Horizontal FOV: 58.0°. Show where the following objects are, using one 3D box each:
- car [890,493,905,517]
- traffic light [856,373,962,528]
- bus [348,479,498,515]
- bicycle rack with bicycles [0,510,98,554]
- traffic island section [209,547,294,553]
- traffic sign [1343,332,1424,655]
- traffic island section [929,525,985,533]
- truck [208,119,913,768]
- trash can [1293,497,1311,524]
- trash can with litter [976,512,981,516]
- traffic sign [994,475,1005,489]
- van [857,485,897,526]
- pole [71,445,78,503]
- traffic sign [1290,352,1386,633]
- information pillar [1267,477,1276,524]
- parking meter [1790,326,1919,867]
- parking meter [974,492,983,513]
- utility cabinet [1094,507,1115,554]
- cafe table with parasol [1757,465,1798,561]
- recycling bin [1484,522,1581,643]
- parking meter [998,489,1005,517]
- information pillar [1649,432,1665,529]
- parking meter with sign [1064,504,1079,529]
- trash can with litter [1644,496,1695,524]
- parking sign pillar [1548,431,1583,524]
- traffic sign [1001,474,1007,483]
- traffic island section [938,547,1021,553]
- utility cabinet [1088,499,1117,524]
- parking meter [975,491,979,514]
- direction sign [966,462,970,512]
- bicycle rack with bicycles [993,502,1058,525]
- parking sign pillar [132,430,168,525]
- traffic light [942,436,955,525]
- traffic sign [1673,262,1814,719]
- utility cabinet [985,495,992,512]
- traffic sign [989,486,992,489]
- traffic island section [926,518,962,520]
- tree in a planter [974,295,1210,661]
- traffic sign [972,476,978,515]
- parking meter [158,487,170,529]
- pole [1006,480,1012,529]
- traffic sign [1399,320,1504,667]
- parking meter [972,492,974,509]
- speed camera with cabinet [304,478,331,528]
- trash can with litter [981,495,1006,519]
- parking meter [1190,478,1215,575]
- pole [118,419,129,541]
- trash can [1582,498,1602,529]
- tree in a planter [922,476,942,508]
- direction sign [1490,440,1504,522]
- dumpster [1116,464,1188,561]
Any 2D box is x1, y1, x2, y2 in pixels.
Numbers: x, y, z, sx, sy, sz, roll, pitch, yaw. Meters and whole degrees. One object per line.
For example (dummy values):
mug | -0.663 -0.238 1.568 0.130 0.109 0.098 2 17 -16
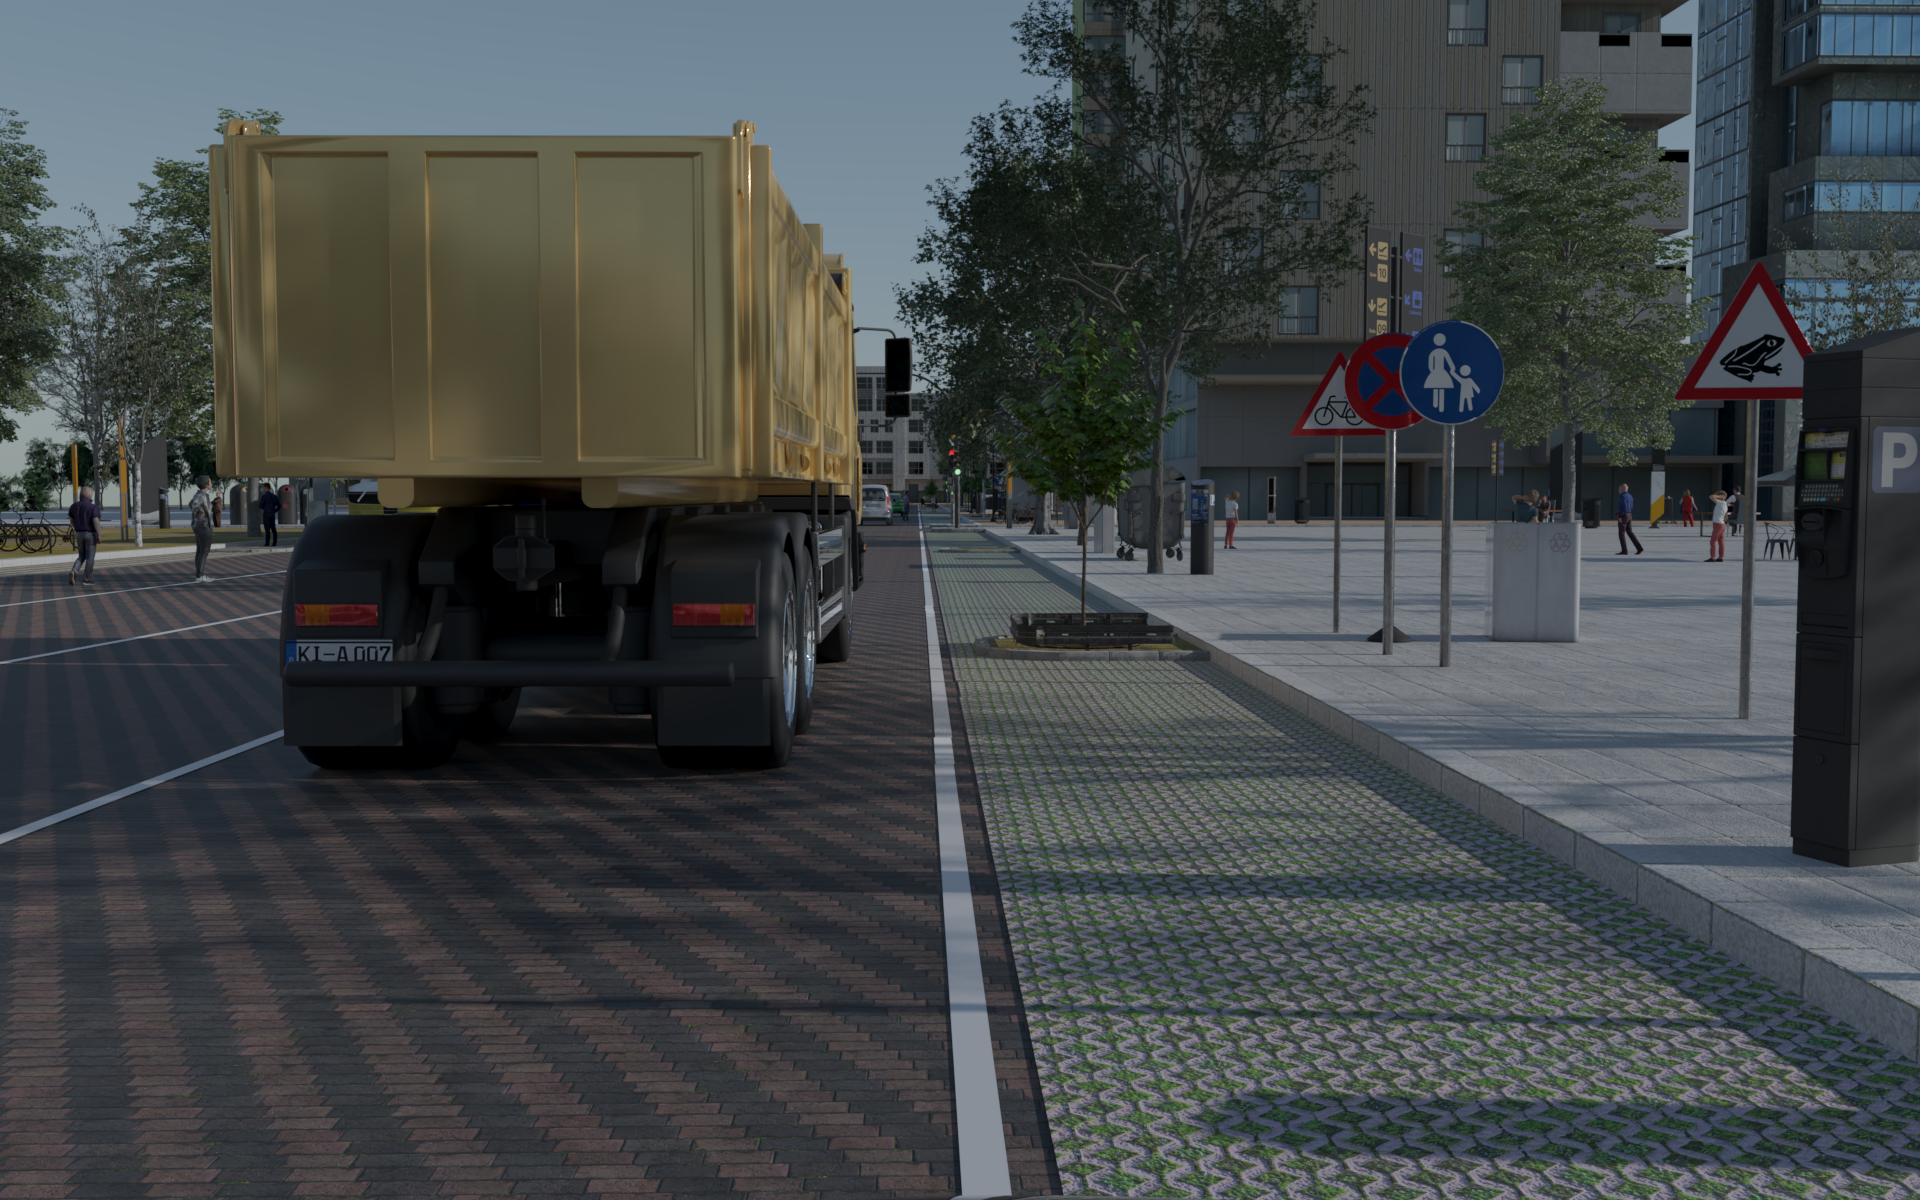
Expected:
car | -4.444 -6.271 111.320 1.959 1.807 4.718 0 4 -2
traffic light | -2.214 -5.505 64.678 4.771 5.953 1.251 0 4 -1
bus | -14.663 -3.589 50.227 2.896 3.916 12.252 0 4 -1
bicycle rack with bicycles | -20.794 -1.506 38.006 2.925 0.926 2.852 -1 4 -11
traffic island section | -17.627 -1.242 43.170 1.991 0.108 1.994 0 4 -1
traffic sign | 3.417 -0.835 13.758 0.768 2.556 0.104 0 4 5
traffic island section | -0.084 -2.612 64.986 2.009 0.180 2.903 0 4 -1
truck | -2.158 -1.024 12.669 3.469 3.379 9.791 0 4 0
trash can | 14.761 -3.859 74.752 0.748 1.137 0.748 0 3 0
trash can with litter | 2.044 -5.673 103.804 2.233 1.210 1.678 1 4 23
traffic sign | 2.654 -7.063 115.592 0.768 2.556 0.104 0 4 5
van | -3.932 -4.427 79.387 2.013 2.044 4.112 0 4 -1
pole | -36.453 -4.741 71.355 0.158 3.312 0.155 0 3 0
traffic sign | 3.481 -0.975 15.946 0.884 2.594 0.081 0 4 7
information pillar | 13.507 -4.316 75.057 0.304 2.012 0.304 1 4 19
parking meter | 3.147 -0.021 6.052 0.399 1.863 0.255 -1 4 -19
parking meter | 1.399 -6.732 118.472 0.372 1.533 0.369 0 3 0
utility cabinet | 3.159 -1.632 37.849 0.306 1.237 1.020 0 4 -6
cafe table with parasol | 16.493 -1.745 33.393 2.610 1.966 2.610 -2 4 -29
recycling bin | 5.049 -0.168 15.308 0.722 1.027 0.722 1 4 11
parking meter | 2.261 -5.254 94.319 0.372 1.533 0.369 0 3 0
information pillar | 25.890 -4.461 64.284 0.504 3.616 0.183 0 4 -2
parking meter with sign | 4.071 -4.137 63.906 0.543 3.016 1.738 0 4 -6
trash can with litter | 30.781 -3.885 74.584 2.233 1.210 1.678 2 4 35
parking sign pillar | 25.776 -5.217 73.778 1.447 3.967 1.447 1 4 9
traffic sign | 2.873 -6.460 105.361 0.795 2.593 0.064 0 4 2
traffic island section | 0.464 -1.215 42.729 1.991 0.108 1.994 0 4 -1
utility cabinet | 6.032 -3.953 73.313 1.173 1.500 0.318 2 4 26
parking meter | 1.188 -6.611 113.797 0.399 1.863 0.255 1 4 19
direction sign | 0.595 -7.955 122.058 0.379 3.537 0.876 0 4 2
bicycle rack with bicycles | 2.845 -3.710 74.044 2.925 0.926 2.852 -1 4 -15
parking sign pillar | -33.944 -5.143 72.559 1.447 3.967 1.447 3 5 41
traffic light | -0.322 -5.134 72.853 0.839 4.253 0.868 0 4 -1
traffic sign | 4.482 -0.600 9.819 0.884 2.594 0.081 0 4 5
utility cabinet | 1.859 -6.727 121.147 1.020 1.237 0.306 -2 4 -26
traffic sign | 2.408 -8.665 141.779 0.768 2.556 0.104 0 4 5
traffic island section | -0.901 -4.576 97.682 1.991 0.108 1.994 0 4 -1
tree in a planter | 1.129 -1.126 15.639 1.991 3.239 1.994 0 4 -1
traffic sign | 1.094 -6.629 108.487 0.768 2.556 0.104 0 4 6
parking meter | -29.387 -3.397 63.958 0.372 1.533 0.369 0 3 0
pole | 1.828 -4.302 64.183 0.158 3.312 0.155 0 3 0
traffic sign | 3.602 -0.776 12.787 0.768 2.556 0.104 0 4 0
parking meter | 1.155 -8.435 146.319 0.372 1.533 0.369 0 3 0
speed camera with cabinet | -21.491 -3.884 57.840 0.660 3.252 2.038 -2 4 -29
trash can with litter | 2.539 -4.808 89.667 1.678 1.210 2.233 3 4 38
parking meter | 3.860 -1.173 27.588 0.372 1.533 0.369 0 3 0
pole | -22.726 -3.253 47.022 0.158 3.312 0.155 0 3 0
trash can | 23.483 -3.226 64.398 0.748 1.137 0.748 0 3 0
tree in a planter | -2.799 -10.853 174.662 1.991 3.239 1.994 0 4 -1
direction sign | 22.526 -4.934 72.673 0.876 3.537 0.379 -3 4 -38
dumpster | 3.735 -1.718 33.841 1.264 1.857 1.865 0 4 -1
